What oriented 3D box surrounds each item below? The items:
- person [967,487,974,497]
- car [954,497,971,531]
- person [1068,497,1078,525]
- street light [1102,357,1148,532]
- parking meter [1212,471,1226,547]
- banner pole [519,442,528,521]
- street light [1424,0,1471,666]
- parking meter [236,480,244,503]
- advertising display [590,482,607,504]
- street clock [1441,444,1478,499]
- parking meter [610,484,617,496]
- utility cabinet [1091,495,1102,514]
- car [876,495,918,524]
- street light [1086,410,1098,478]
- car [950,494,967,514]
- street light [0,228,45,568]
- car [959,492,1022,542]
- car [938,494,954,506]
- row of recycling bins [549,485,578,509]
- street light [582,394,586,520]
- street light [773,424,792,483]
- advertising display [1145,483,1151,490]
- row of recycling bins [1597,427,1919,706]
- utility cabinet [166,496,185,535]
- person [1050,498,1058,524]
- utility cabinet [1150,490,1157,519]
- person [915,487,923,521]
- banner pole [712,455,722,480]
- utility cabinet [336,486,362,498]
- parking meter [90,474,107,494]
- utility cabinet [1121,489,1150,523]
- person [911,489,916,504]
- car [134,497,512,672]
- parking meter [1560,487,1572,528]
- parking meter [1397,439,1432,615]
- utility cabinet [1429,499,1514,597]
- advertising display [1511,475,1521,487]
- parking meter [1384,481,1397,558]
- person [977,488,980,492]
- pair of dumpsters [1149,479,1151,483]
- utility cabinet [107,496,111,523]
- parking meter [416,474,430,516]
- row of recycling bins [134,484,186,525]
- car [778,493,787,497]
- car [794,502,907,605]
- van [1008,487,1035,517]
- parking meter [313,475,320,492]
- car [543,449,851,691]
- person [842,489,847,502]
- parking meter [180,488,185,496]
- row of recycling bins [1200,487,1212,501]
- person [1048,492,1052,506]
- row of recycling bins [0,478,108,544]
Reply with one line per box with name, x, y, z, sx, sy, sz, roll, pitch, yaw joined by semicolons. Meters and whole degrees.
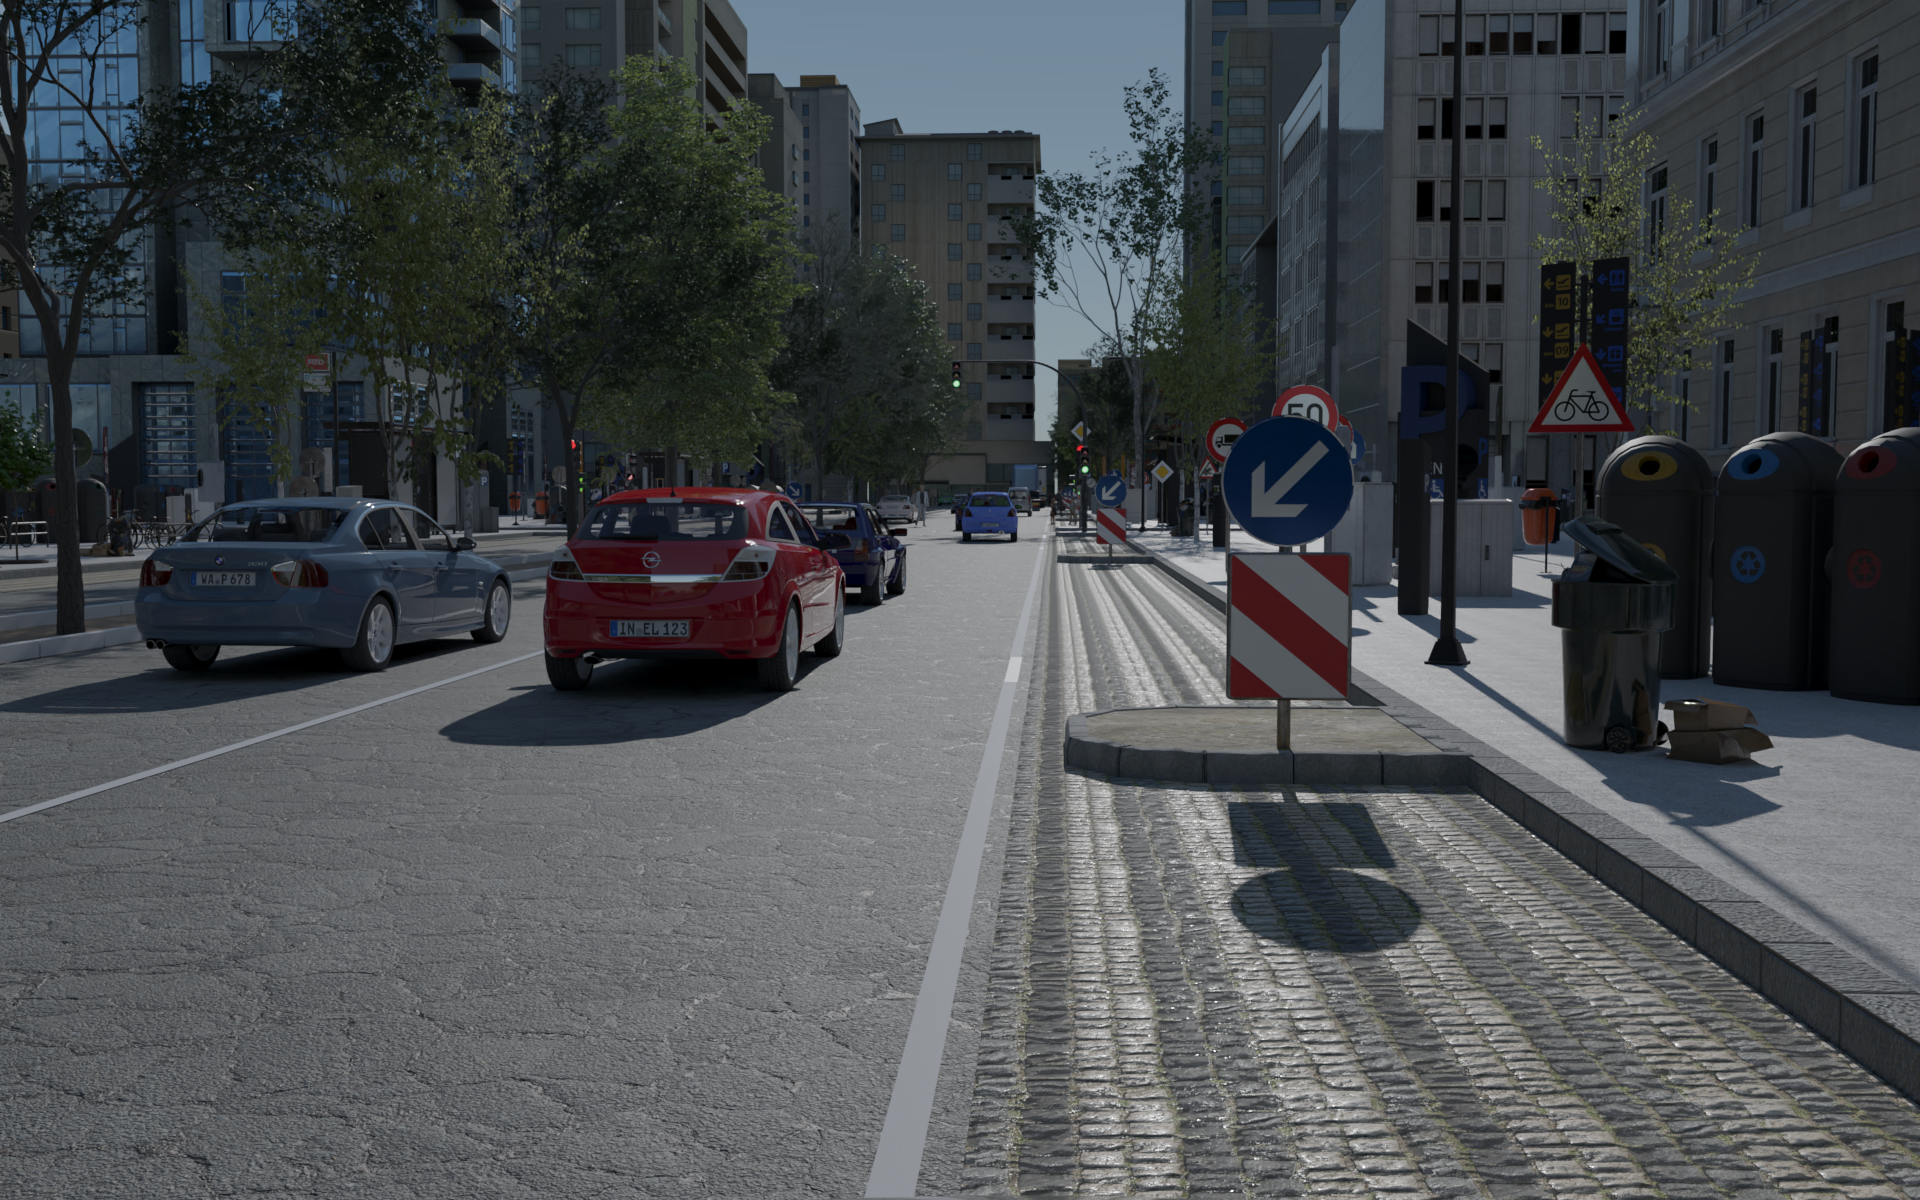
person;0.778;-6.224;110.043;0.659;1.850;0.755;-1;4;-16
car;0.725;-3.474;69.380;1.945;1.354;3.894;0;4;2
person;5.262;-4.140;80.460;0.475;1.303;0.640;2;4;32
street light;5.663;-5.265;58.625;1.470;5.913;1.316;0;4;3
parking meter;6.307;-2.212;41.871;0.399;1.863;0.255;-3;5;-40
banner pole;-21.013;-5.716;83.480;0.401;3.779;0.863;0;4;-2
street light;3.146;-2.472;12.954;1.470;5.913;1.316;0;4;3
parking meter;-30.300;-4.109;72.901;0.255;1.863;0.399;-1;4;-12
advertising display;-19.447;-5.355;92.764;0.974;1.923;0.123;3;4;37
street clock;7.179;-1.245;24.931;0.471;2.002;0.358;-1;4;-9
parking meter;-20.740;-5.996;103.748;0.399;1.863;0.255;0;4;0
utility cabinet;8.906;-6.177;112.149;0.306;1.237;1.020;-2;4;-32
car;-3.102;-4.469;85.424;2.083;1.381;4.827;0;4;3
street light;7.616;-7.531;95.666;1.470;5.913;1.316;0;4;3
car;0.261;-7.055;127.352;2.014;1.417;4.499;0;4;3
street light;-16.340;-3.510;29.926;1.470;5.913;1.316;0;4;3
car;0.940;-2.672;53.283;1.945;1.707;3.694;0;4;2
car;-1.646;-12.039;205.636;1.959;1.807;4.718;0;4;2
row of recycling bins;-18.723;-4.622;82.685;1.069;1.692;3.534;0;4;4
street light;-14.257;-5.840;68.024;1.470;5.913;1.316;0;4;3
street light;-11.746;-8.647;113.926;1.470;5.913;1.316;0;4;3
advertising display;11.140;-5.851;100.885;0.974;1.923;0.123;0;4;2
row of recycling bins;5.672;-0.251;11.212;1.069;1.692;3.534;-2;4;-31
utility cabinet;-23.624;-2.542;52.723;0.306;1.237;1.020;2;4;27
person;4.412;-4.175;81.430;0.362;1.253;0.373;-3;5;-44
utility cabinet;9.364;-4.824;87.545;1.173;1.500;0.318;1;4;23
person;-2.143;-5.151;92.695;0.573;1.828;0.580;-1;4;-14
banner pole;-15.677;-7.474;112.216;0.863;3.779;0.401;-2;4;-26
utility cabinet;-16.345;-2.303;46.334;0.318;1.500;1.173;-3;4;-39
parking meter;-24.755;-2.696;49.792;0.399;1.863;0.255;-3;5;-41
utility cabinet;7.673;-4.137;76.320;1.173;1.500;0.318;-2;4;-29
person;-2.530;-5.383;97.183;0.598;1.740;0.731;-3;5;-41
car;-5.430;-0.202;15.312;2.014;1.417;4.499;0;4;5
parking meter;22.846;-3.479;65.289;0.372;1.533;0.369;0;3;0
parking meter;4.845;-0.780;18.461;0.255;1.863;0.399;2;4;30
utility cabinet;6.386;-0.646;21.717;1.020;1.237;0.306;0;4;5
advertising display;18.468;-3.202;57.563;0.123;1.923;0.974;0;4;7
parking meter;8.598;-1.615;34.820;0.372;1.533;0.369;0;3;0
person;1.120;-6.031;107.063;0.822;1.834;0.622;-3;5;-41
pair of dumpsters;11.691;-6.184;103.602;1.574;2.255;4.437;0;4;3
utility cabinet;-34.519;-3.574;69.595;0.306;1.237;1.020;3;4;37
parking meter;-15.478;-2.703;49.909;0.255;1.863;0.399;-3;5;-41
row of recycling bins;-33.777;-4.039;73.154;1.069;1.692;3.534;0;4;3
car;-8.696;-4.301;79.912;1.945;1.707;3.694;0;4;1
car;-1.744;-0.680;23.698;1.945;1.354;3.894;0;4;5
van;3.788;-6.365;111.080;2.013;2.044;4.112;0;4;4
parking meter;-20.242;-2.967;54.224;0.255;1.863;0.399;1;4;17
car;-2.013;-0.309;14.092;2.155;1.783;4.494;0;4;3
person;-8.020;-6.814;120.459;0.362;1.759;0.519;0;4;7
parking meter;-30.690;-3.685;68.665;0.372;1.533;0.369;0;3;0
row of recycling bins;15.056;-5.997;105.161;3.534;1.692;1.069;2;4;25
person;10.540;-11.801;202.907;0.415;1.643;0.593;1;4;10
row of recycling bins;-23.998;-2.304;44.791;3.534;1.692;1.069;-3;5;-43
